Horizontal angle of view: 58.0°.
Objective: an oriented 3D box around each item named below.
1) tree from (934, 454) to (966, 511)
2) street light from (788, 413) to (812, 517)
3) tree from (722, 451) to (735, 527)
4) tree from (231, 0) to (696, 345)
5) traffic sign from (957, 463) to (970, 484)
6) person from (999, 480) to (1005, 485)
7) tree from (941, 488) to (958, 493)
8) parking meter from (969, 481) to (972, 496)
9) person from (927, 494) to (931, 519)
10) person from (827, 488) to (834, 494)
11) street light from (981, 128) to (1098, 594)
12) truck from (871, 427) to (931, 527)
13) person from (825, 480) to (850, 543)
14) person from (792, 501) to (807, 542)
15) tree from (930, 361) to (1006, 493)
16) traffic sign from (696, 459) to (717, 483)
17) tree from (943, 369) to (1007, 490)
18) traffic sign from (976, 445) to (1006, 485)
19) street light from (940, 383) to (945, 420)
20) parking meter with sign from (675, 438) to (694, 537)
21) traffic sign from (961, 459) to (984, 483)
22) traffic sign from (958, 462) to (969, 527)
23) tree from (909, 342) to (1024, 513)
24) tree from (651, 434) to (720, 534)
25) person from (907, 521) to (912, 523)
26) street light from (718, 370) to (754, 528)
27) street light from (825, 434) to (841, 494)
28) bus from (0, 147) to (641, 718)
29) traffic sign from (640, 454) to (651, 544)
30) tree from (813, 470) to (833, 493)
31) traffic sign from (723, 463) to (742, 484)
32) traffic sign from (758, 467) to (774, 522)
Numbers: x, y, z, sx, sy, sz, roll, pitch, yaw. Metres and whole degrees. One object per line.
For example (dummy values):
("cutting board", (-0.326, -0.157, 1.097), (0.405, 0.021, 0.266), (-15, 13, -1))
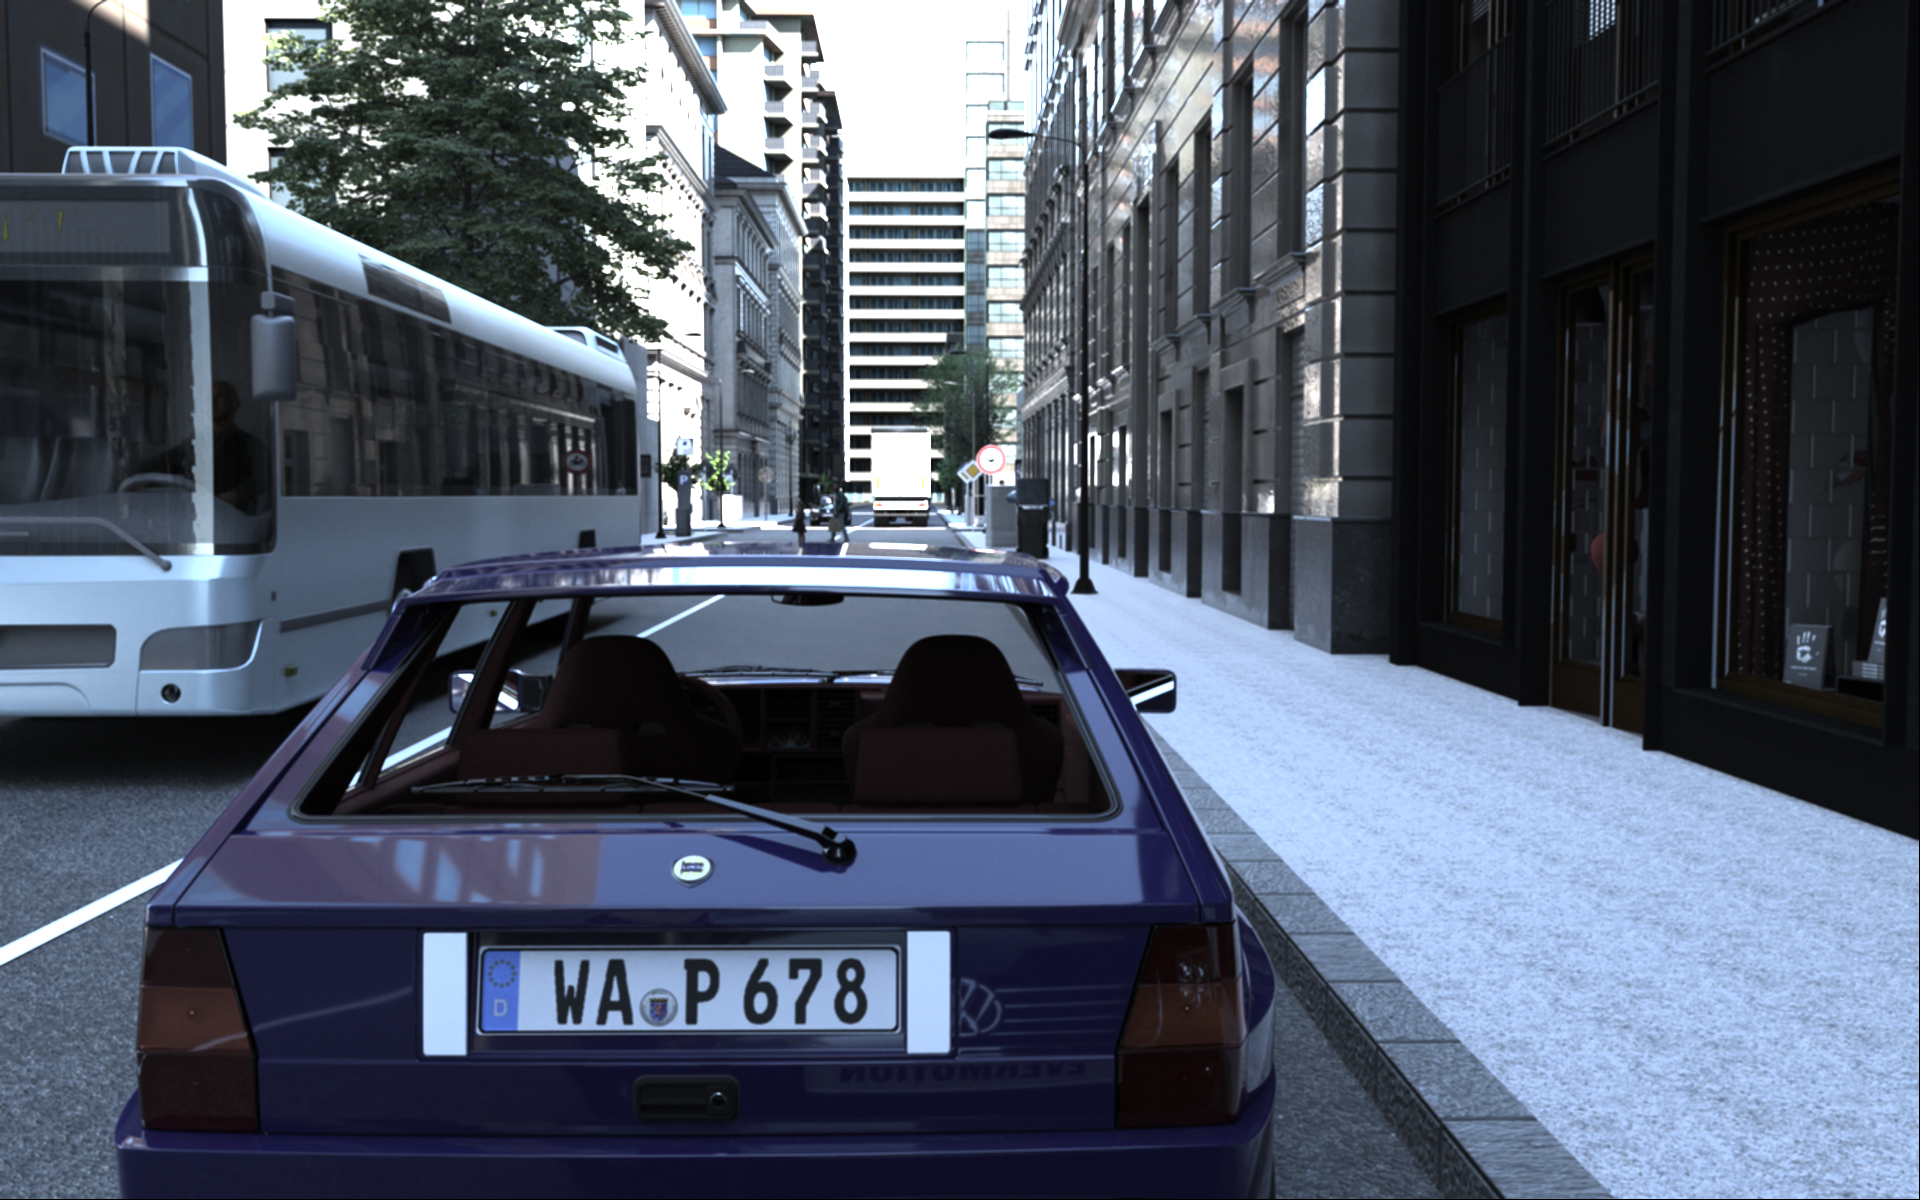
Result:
("tree", (-0.423, -9.255, 135.036), (4.285, 4.588, 4.351), (0, 3, 0))
("street light", (-9.146, -7.735, 99.003), (1.470, 5.913, 1.316), (0, 4, -1))
("tree", (-9.567, -4.510, 68.335), (1.663, 3.219, 1.824), (0, 3, 0))
("tree", (-8.591, -6.874, 30.525), (7.486, 12.596, 7.792), (0, 3, 0))
("traffic sign", (0.285, -3.863, 65.357), (0.795, 2.593, 0.064), (0, 4, -1))
("person", (1.443, -3.089, 57.120), (0.524, 1.755, 0.480), (2, 4, 35))
("tree", (-0.716, -9.333, 147.196), (1.663, 3.219, 1.824), (0, 3, 0))
("parking meter", (0.480, -4.384, 77.384), (0.255, 1.863, 0.399), (1, 4, 15))
("person", (-1.983, -5.548, 99.389), (0.661, 1.801, 0.590), (3, 4, 36))
("person", (-10.835, -8.539, 145.598), (1.348, 1.831, 0.705), (1, 4, 21))
("street light", (1.063, -3.036, 22.184), (1.470, 5.913, 1.316), (0, 4, -1))
("truck", (-2.673, -5.473, 78.397), (2.839, 4.237, 11.283), (0, 4, -2))
("person", (-3.463, -2.485, 49.117), (0.713, 1.824, 0.794), (-1, 4, -10))
("person", (-4.256, -1.992, 45.743), (0.373, 1.253, 0.362), (2, 4, 34))
("tree", (0.708, -8.902, 95.916), (4.360, 8.622, 3.978), (0, 3, 0))
("traffic sign", (-8.440, -3.365, 57.208), (0.795, 2.593, 0.064), (0, 4, -1))
("tree", (0.718, -9.325, 102.827), (4.737, 8.622, 4.395), (0, 3, 0))
("traffic sign", (0.807, -2.736, 44.846), (0.768, 2.556, 0.104), (0, 4, 1))
("street light", (0.009, -6.076, 71.877), (1.470, 5.913, 1.316), (0, 4, -1))
("parking meter with sign", (-8.408, -3.452, 52.695), (0.543, 3.016, 1.738), (0, 4, -6))
("traffic sign", (0.453, -3.375, 57.374), (0.795, 2.593, 0.064), (0, 4, -1))
("traffic sign", (0.320, -4.167, 68.243), (0.768, 2.556, 0.104), (0, 4, 2))
("tree", (0.327, -11.718, 117.350), (9.928, 11.665, 9.643), (0, 3, 0))
("tree", (-8.890, -3.721, 55.442), (1.663, 3.219, 1.824), (0, 3, 0))
("person", (-2.465, -4.631, 86.021), (0.330, 1.601, 0.589), (0, 4, -2))
("street light", (-8.423, -5.656, 65.019), (1.470, 5.913, 1.316), (0, 4, -1))
("street light", (-9.835, -9.825, 133.183), (1.470, 5.913, 1.316), (0, 4, -1))
("bus", (-4.882, -1.166, 13.930), (2.948, 3.499, 13.247), (0, 4, -2))
("traffic sign", (-8.267, -2.603, 44.689), (0.606, 2.300, 0.079), (0, 4, 2))
("tree", (-10.910, -8.863, 139.515), (1.663, 3.219, 1.824), (0, 3, 0))
("traffic sign", (-8.607, -3.853, 65.192), (0.795, 2.593, 0.064), (0, 4, -1))
("traffic sign", (-9.043, -4.927, 80.660), (0.768, 2.556, 0.104), (0, 4, 1))
